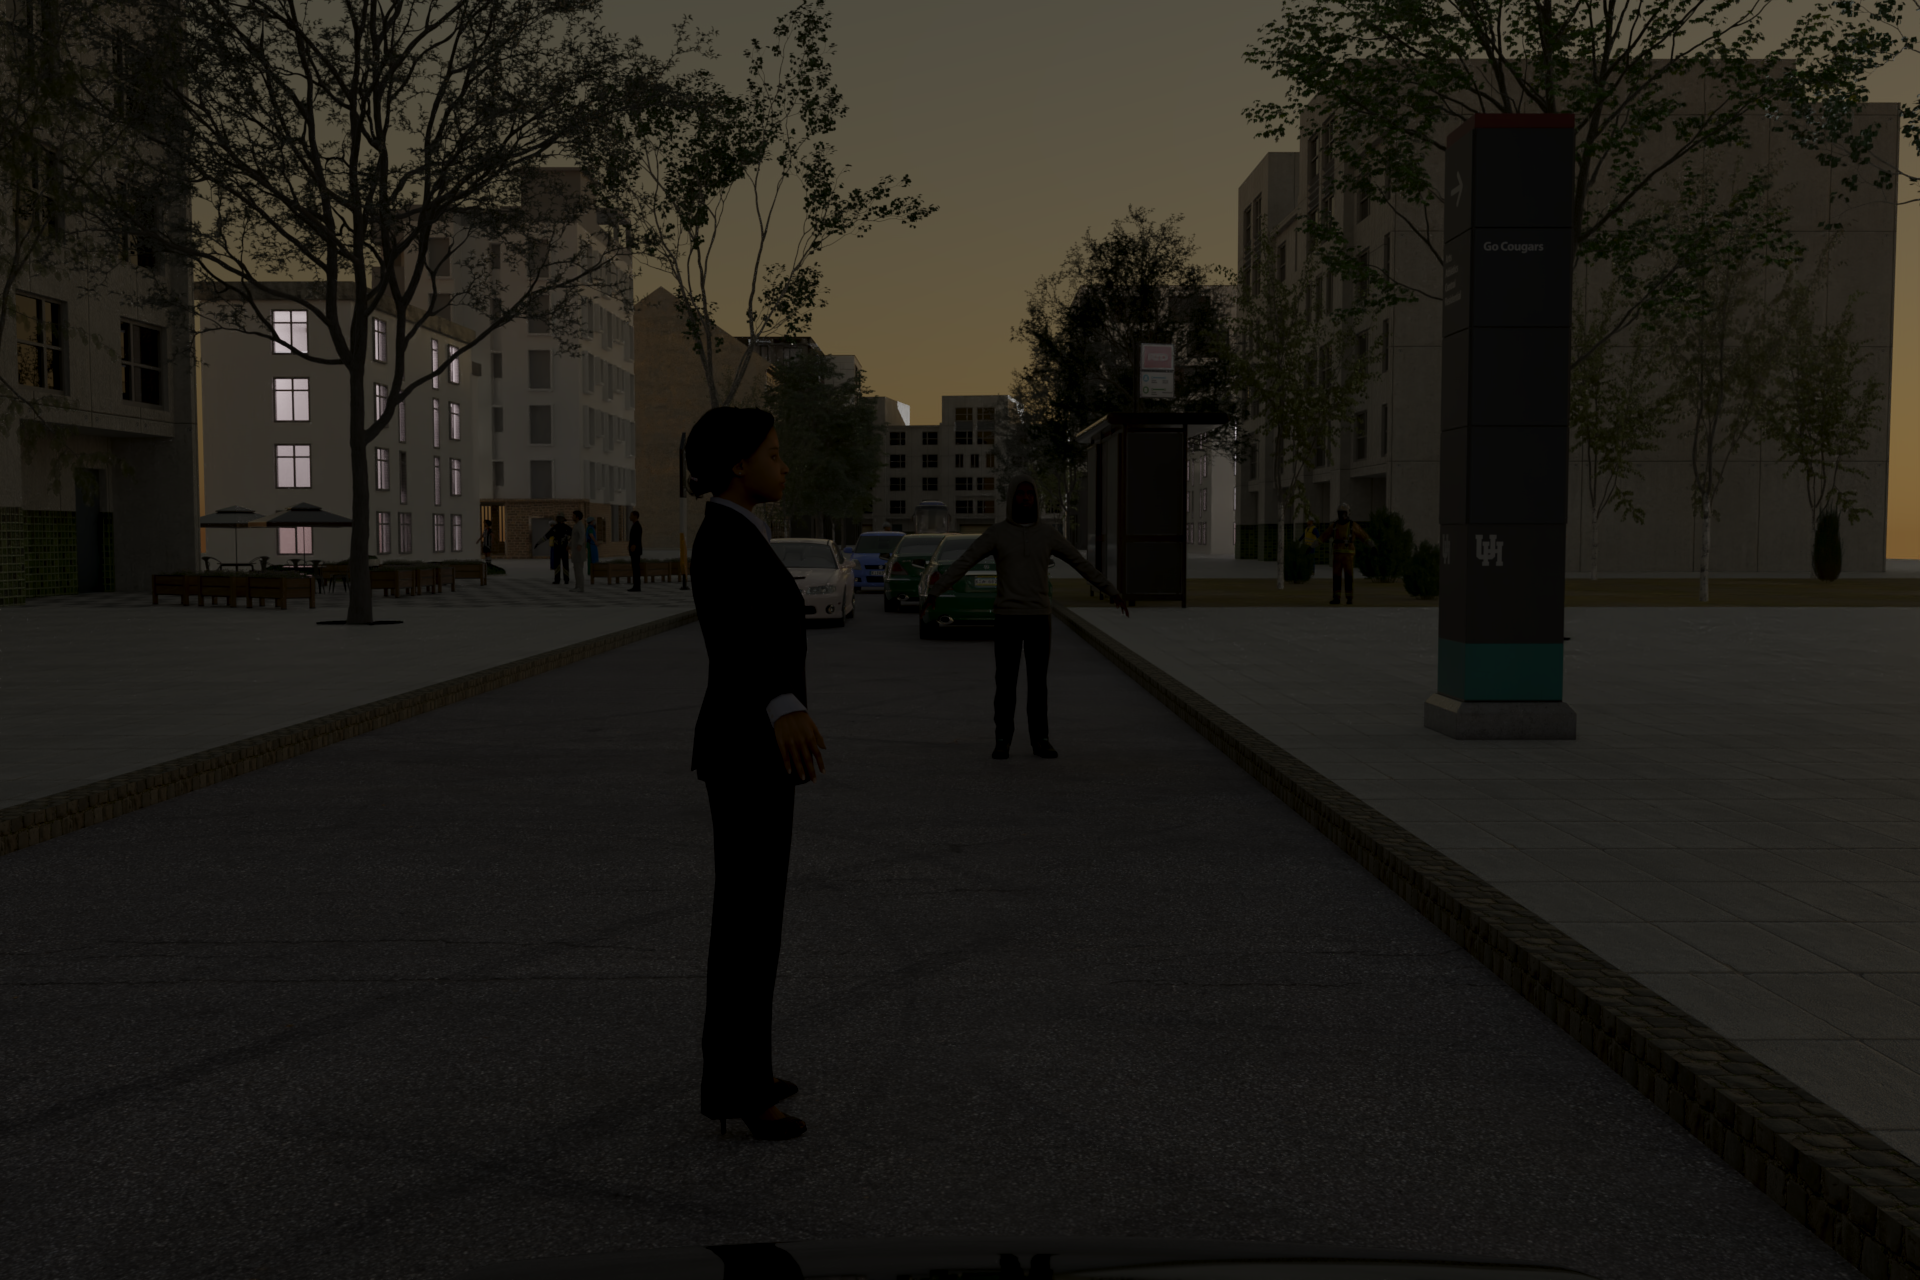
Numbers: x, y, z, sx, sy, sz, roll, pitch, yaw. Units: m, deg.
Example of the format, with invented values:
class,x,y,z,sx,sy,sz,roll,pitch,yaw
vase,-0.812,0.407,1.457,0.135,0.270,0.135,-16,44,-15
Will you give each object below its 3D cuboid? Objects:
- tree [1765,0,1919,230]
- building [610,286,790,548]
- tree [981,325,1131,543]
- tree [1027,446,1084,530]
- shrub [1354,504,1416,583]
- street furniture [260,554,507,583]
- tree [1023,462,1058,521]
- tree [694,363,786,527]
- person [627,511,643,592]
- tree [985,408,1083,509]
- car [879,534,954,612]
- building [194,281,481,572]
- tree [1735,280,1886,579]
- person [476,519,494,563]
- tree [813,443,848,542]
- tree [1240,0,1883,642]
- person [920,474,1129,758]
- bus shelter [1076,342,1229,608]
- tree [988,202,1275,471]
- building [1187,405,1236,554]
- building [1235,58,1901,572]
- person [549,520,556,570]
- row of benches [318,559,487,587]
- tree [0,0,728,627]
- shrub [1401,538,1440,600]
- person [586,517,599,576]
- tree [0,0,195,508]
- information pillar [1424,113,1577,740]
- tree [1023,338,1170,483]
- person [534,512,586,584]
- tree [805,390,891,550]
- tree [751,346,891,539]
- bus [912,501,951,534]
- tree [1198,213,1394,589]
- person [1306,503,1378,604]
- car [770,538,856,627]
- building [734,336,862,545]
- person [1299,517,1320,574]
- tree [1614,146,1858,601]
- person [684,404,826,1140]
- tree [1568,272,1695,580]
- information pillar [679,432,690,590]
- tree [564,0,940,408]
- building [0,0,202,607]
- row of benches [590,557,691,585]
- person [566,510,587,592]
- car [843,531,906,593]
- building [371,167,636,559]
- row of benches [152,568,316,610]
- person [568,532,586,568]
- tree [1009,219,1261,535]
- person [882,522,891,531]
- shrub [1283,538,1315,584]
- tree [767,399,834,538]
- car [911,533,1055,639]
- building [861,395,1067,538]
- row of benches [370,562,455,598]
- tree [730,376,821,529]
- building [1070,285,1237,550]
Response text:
class,x,y,z,sx,sy,sz,roll,pitch,yaw
tree,23.725,-11.056,36.655,12.611,20.169,13.585,0,3,0
building,-26.351,-20.313,163.044,19.493,23.208,18.063,0,4,1
tree,6.160,-11.576,99.643,12.009,13.543,11.850,0,3,0
tree,6.540,-10.177,116.760,4.737,8.622,4.395,0,3,0
shrub,11.189,-2.544,45.640,1.661,2.075,1.752,0,3,0
street furniture,-16.487,-2.097,49.911,5.734,0.657,10.072,0,4,2
tree,6.207,-11.374,136.325,4.737,8.622,4.395,0,3,0
tree,-9.426,-7.612,74.818,4.360,8.622,3.978,0,3,0
person,-7.280,-1.986,38.701,0.704,1.802,1.346,-1,4,-14
tree,5.625,-11.793,127.226,7.601,10.594,8.767,1,4,19
car,-0.510,-1.310,33.222,2.131,1.459,4.920,0,4,-1
building,-24.537,-7.924,71.709,9.099,9.664,28.070,0,4,0
tree,24.460,-6.063,49.493,4.737,8.622,4.395,0,3,0
person,-17.559,-3.554,64.249,0.704,1.843,1.345,-3,5,-41
tree,-9.275,-10.955,129.481,4.360,8.622,3.978,0,3,0
tree,6.888,-5.798,20.546,9.928,11.665,9.643,0,3,0
person,0.407,-0.155,11.116,1.348,1.813,0.705,0,4,-7
bus shelter,3.500,-3.452,34.064,2.179,5.291,8.768,0,4,-1
tree,6.572,-9.373,63.623,12.009,13.543,11.850,0,3,0
building,20.567,-10.340,111.206,9.099,9.664,28.070,0,3,0
building,22.633,-12.647,73.237,16.747,18.905,31.486,0,4,0
person,-14.426,-3.383,61.777,0.721,1.772,1.216,-2,4,-33
row of benches,-13.675,-1.675,42.842,4.104,0.672,1.422,0,4,-7
tree,-8.432,-6.971,24.345,12.009,13.543,11.850,0,3,0
shrub,9.124,-1.393,33.898,1.383,1.207,1.383,0,3,0
person,-11.258,-2.868,53.016,0.704,1.817,1.347,-1,4,-19
tree,-9.049,-3.953,14.986,4.360,8.622,3.978,0,3,0
information pillar,3.466,-1.325,11.049,0.750,3.857,0.750,0,3,0
tree,6.408,-8.829,78.772,8.767,10.594,7.601,2,4,32
person,-10.235,-2.363,44.414,1.354,1.856,0.705,0,4,6
tree,-9.296,-13.346,136.342,7.486,12.596,7.792,0,3,0
tree,-9.474,-12.818,116.230,9.857,13.997,8.962,0,3,0
bus,-2.081,-8.586,131.929,2.896,3.916,12.251,0,3,0
tree,7.785,-5.514,40.514,4.737,8.622,4.395,0,3,0
person,7.003,-1.585,31.677,1.354,1.858,0.705,2,4,31
car,-2.707,-0.967,28.166,2.083,1.381,4.827,0,4,-1
building,-25.931,-21.500,195.506,27.936,21.610,32.646,0,3,0
person,10.951,-2.956,54.302,0.705,1.833,1.349,-1,4,-21
tree,14.007,-5.049,32.920,4.360,8.622,3.978,0,3,0
person,-0.444,0.303,4.223,0.721,1.740,1.216,-1,4,-9
tree,17.957,-5.986,48.240,4.737,8.622,4.395,0,3,0
information pillar,-6.342,-2.957,39.700,0.183,3.616,0.504,0,3,0
tree,-7.492,-12.547,61.036,12.611,20.169,13.585,0,3,0
building,-25.267,-9.533,22.328,16.747,18.905,31.486,0,3,0
row of benches,-8.126,-1.842,45.579,1.422,0.672,4.104,2,4,29
person,-8.501,-1.971,38.418,0.705,1.806,1.347,-1,4,-23
car,-1.899,-2.041,42.961,1.945,1.707,3.694,0,4,-1
building,-24.434,-14.328,90.682,16.016,20.090,11.380,0,4,1
row of benches,-12.819,-0.925,30.581,4.104,0.672,1.422,2,4,35
person,-14.482,-3.638,65.755,1.348,1.796,0.705,3,5,41
tree,5.500,-7.165,51.562,7.601,10.594,8.767,2,4,26
person,-1.951,-2.409,48.312,0.721,1.772,1.216,0,4,-3
shrub,8.680,-2.047,44.593,1.383,1.207,1.383,0,3,0
tree,-9.752,-8.839,94.888,4.360,8.622,3.978,0,3,0
car,0.343,-0.809,25.028,2.131,1.459,4.920,0,3,0
building,-0.984,-21.945,227.707,31.486,18.905,16.747,1,4,9
row of benches,-11.559,-1.289,36.532,1.422,0.672,4.104,0,3,0
tree,-9.344,-8.018,81.459,4.360,8.622,3.978,0,3,0
building,23.796,-19.244,158.622,27.936,21.610,32.646,0,3,0
